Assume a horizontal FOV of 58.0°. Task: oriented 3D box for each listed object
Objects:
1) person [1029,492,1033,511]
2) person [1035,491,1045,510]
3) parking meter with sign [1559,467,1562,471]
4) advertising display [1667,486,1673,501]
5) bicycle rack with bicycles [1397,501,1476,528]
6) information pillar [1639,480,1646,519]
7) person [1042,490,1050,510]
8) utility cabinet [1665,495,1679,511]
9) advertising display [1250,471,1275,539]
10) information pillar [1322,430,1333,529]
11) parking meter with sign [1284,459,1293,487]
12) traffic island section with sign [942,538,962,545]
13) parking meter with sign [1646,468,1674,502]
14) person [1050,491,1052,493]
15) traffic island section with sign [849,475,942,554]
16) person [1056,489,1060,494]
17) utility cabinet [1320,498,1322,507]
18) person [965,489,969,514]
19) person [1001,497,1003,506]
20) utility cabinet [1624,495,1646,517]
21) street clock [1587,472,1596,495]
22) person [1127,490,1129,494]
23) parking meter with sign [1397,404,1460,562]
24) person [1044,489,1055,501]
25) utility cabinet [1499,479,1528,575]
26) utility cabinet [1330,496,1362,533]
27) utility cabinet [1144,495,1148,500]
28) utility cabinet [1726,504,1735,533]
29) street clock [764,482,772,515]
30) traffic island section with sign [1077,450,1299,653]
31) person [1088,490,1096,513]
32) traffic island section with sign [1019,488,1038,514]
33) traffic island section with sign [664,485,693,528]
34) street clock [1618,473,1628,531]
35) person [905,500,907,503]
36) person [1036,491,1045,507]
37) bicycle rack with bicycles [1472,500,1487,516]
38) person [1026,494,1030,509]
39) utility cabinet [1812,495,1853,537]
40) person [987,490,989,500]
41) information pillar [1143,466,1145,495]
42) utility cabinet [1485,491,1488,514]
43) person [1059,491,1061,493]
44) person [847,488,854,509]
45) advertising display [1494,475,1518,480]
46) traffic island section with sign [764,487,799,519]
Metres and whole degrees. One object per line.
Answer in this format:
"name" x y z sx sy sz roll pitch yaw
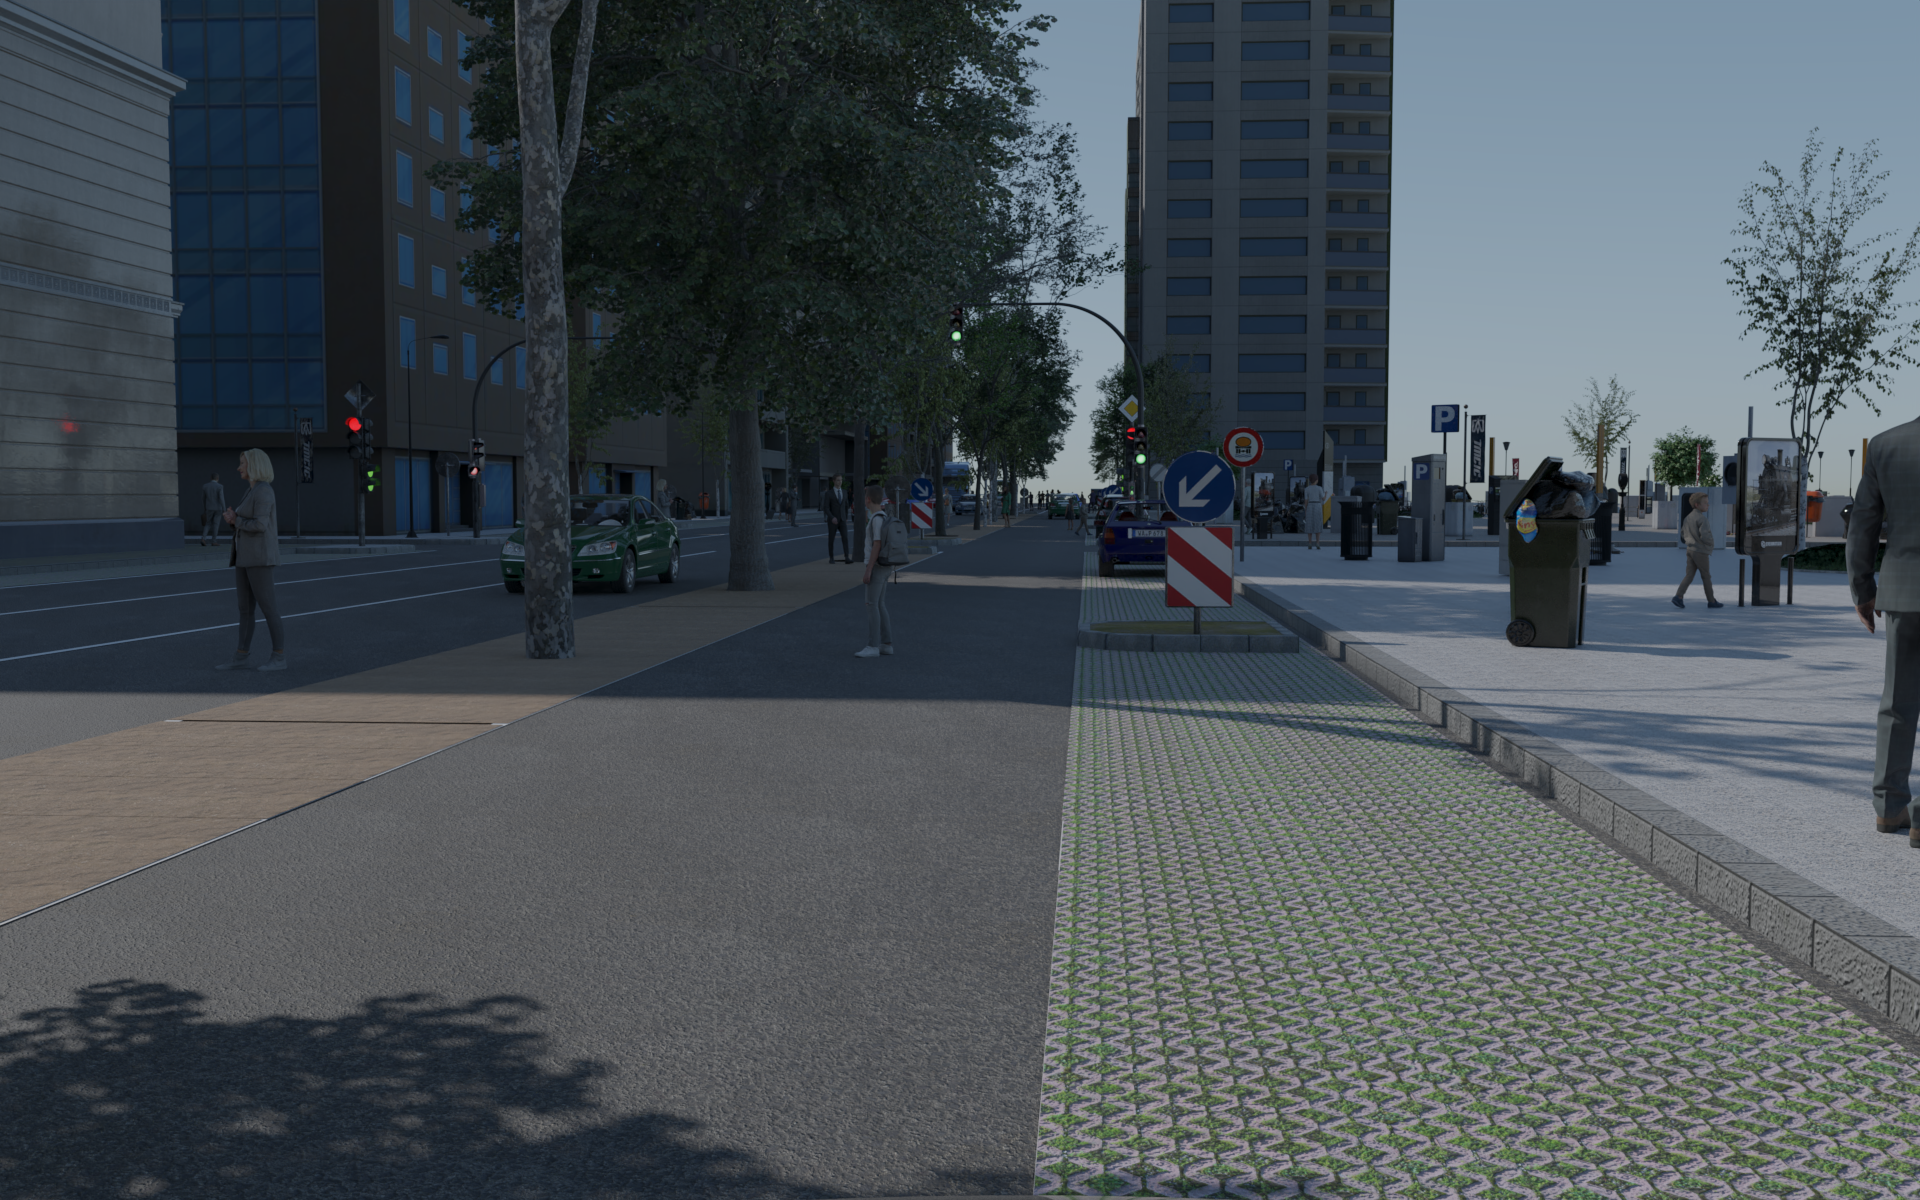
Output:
"person" 5.975 -8.300 145.678 0.415 1.643 0.593 1 4 14
"person" 7.379 -9.209 159.790 1.217 1.735 0.721 -3 5 -40
"parking meter with sign" 33.977 -6.369 100.394 0.543 3.016 1.738 -2 4 -35
"advertising display" 35.385 -4.962 86.341 0.123 1.923 0.974 1 4 15
"bicycle rack with bicycles" 17.495 -3.154 64.954 2.925 0.926 2.852 2 4 27
"information pillar" 35.358 -5.215 89.763 0.304 2.012 0.304 1 4 22
"person" 7.721 -8.854 153.353 0.705 1.814 1.350 -2 4 -35
"utility cabinet" 48.236 -6.481 117.130 1.020 1.237 0.306 -1 4 -13
"advertising display" 8.627 -2.702 49.384 0.974 1.923 0.123 -3 5 -43
"information pillar" 13.535 -4.430 63.785 0.504 3.616 0.183 -3 4 -36
"parking meter with sign" 17.155 -5.607 87.934 1.738 3.016 0.543 -3 5 -43
"traffic island section with sign" -1.018 -2.511 49.193 2.006 1.907 1.989 0 4 4
"parking meter with sign" 46.501 -7.264 115.027 1.738 3.016 0.543 2 4 23
"person" 8.991 -9.849 170.456 0.530 1.710 0.541 0 4 -6
"traffic island section with sign" -1.580 -2.059 41.807 2.006 1.907 1.989 0 4 4
"person" 8.023 -8.167 142.039 1.348 1.822 0.705 -2 4 -27
"utility cabinet" 15.114 -3.729 72.129 0.306 1.237 1.020 0 4 8
"person" 0.529 -7.269 127.356 0.705 1.824 1.348 0 4 2
"person" 4.784 -10.864 189.364 0.697 1.427 0.421 0 4 2
"utility cabinet" 37.871 -5.257 97.118 1.020 1.237 0.306 2 4 28
"street clock" 21.073 -3.256 57.801 0.471 2.002 0.358 -3 4 -36
"person" 17.287 -10.376 176.411 1.217 1.743 0.721 3 5 39
"parking meter with sign" 8.924 -2.253 33.097 0.543 3.016 1.738 3 4 38
"person" 7.264 -7.809 136.173 1.348 1.824 0.705 -2 4 -28
"utility cabinet" 8.690 -1.108 26.787 0.318 1.500 1.173 0 4 -1
"utility cabinet" 12.672 -2.794 56.844 0.306 1.237 1.020 -3 5 -44
"utility cabinet" 10.086 -5.072 94.088 0.306 1.237 1.020 0 4 8
"utility cabinet" 25.032 -2.793 56.827 1.020 1.237 0.306 3 5 41
"street clock" -11.662 -6.141 104.979 0.471 2.002 0.358 -1 4 -16
"traffic island section with sign" 2.122 -0.483 16.518 1.989 1.847 2.006 0 4 4
"person" 9.733 -7.324 128.702 0.683 1.767 0.568 -2 4 -24
"traffic island section with sign" 4.575 -7.094 124.124 2.006 1.907 1.989 0 4 4
"traffic island section with sign" -12.405 -3.959 73.355 1.989 1.847 2.006 0 4 4
"street clock" 23.140 -3.421 60.505 0.358 2.002 0.471 0 4 7
"person" -5.891 -11.303 190.869 0.705 1.821 1.348 0 4 -6
"person" 8.954 -10.952 187.704 1.348 1.807 0.705 0 4 2
"bicycle rack with bicycles" 30.743 -5.374 101.248 2.852 0.926 2.925 1 4 15
"person" 6.759 -9.789 171.741 0.628 1.438 0.799 2 4 32
"utility cabinet" 26.228 -2.503 52.078 1.020 1.237 0.306 1 4 9
"person" 3.006 -11.024 188.743 0.705 1.824 1.348 1 4 12
"information pillar" 12.271 -7.689 117.066 0.504 3.616 0.183 -2 4 -33
"utility cabinet" 34.379 -6.277 111.308 1.173 1.500 0.318 2 4 27
"person" 10.846 -10.841 186.455 0.721 1.736 1.217 2 4 26
"person" -9.522 -8.798 149.915 1.348 1.821 0.705 1 4 20
"advertising display" 18.507 -3.283 58.892 0.974 1.923 0.123 -1 4 -16
"traffic island section with sign" -10.397 -5.603 100.235 1.989 1.847 2.006 0 4 4
